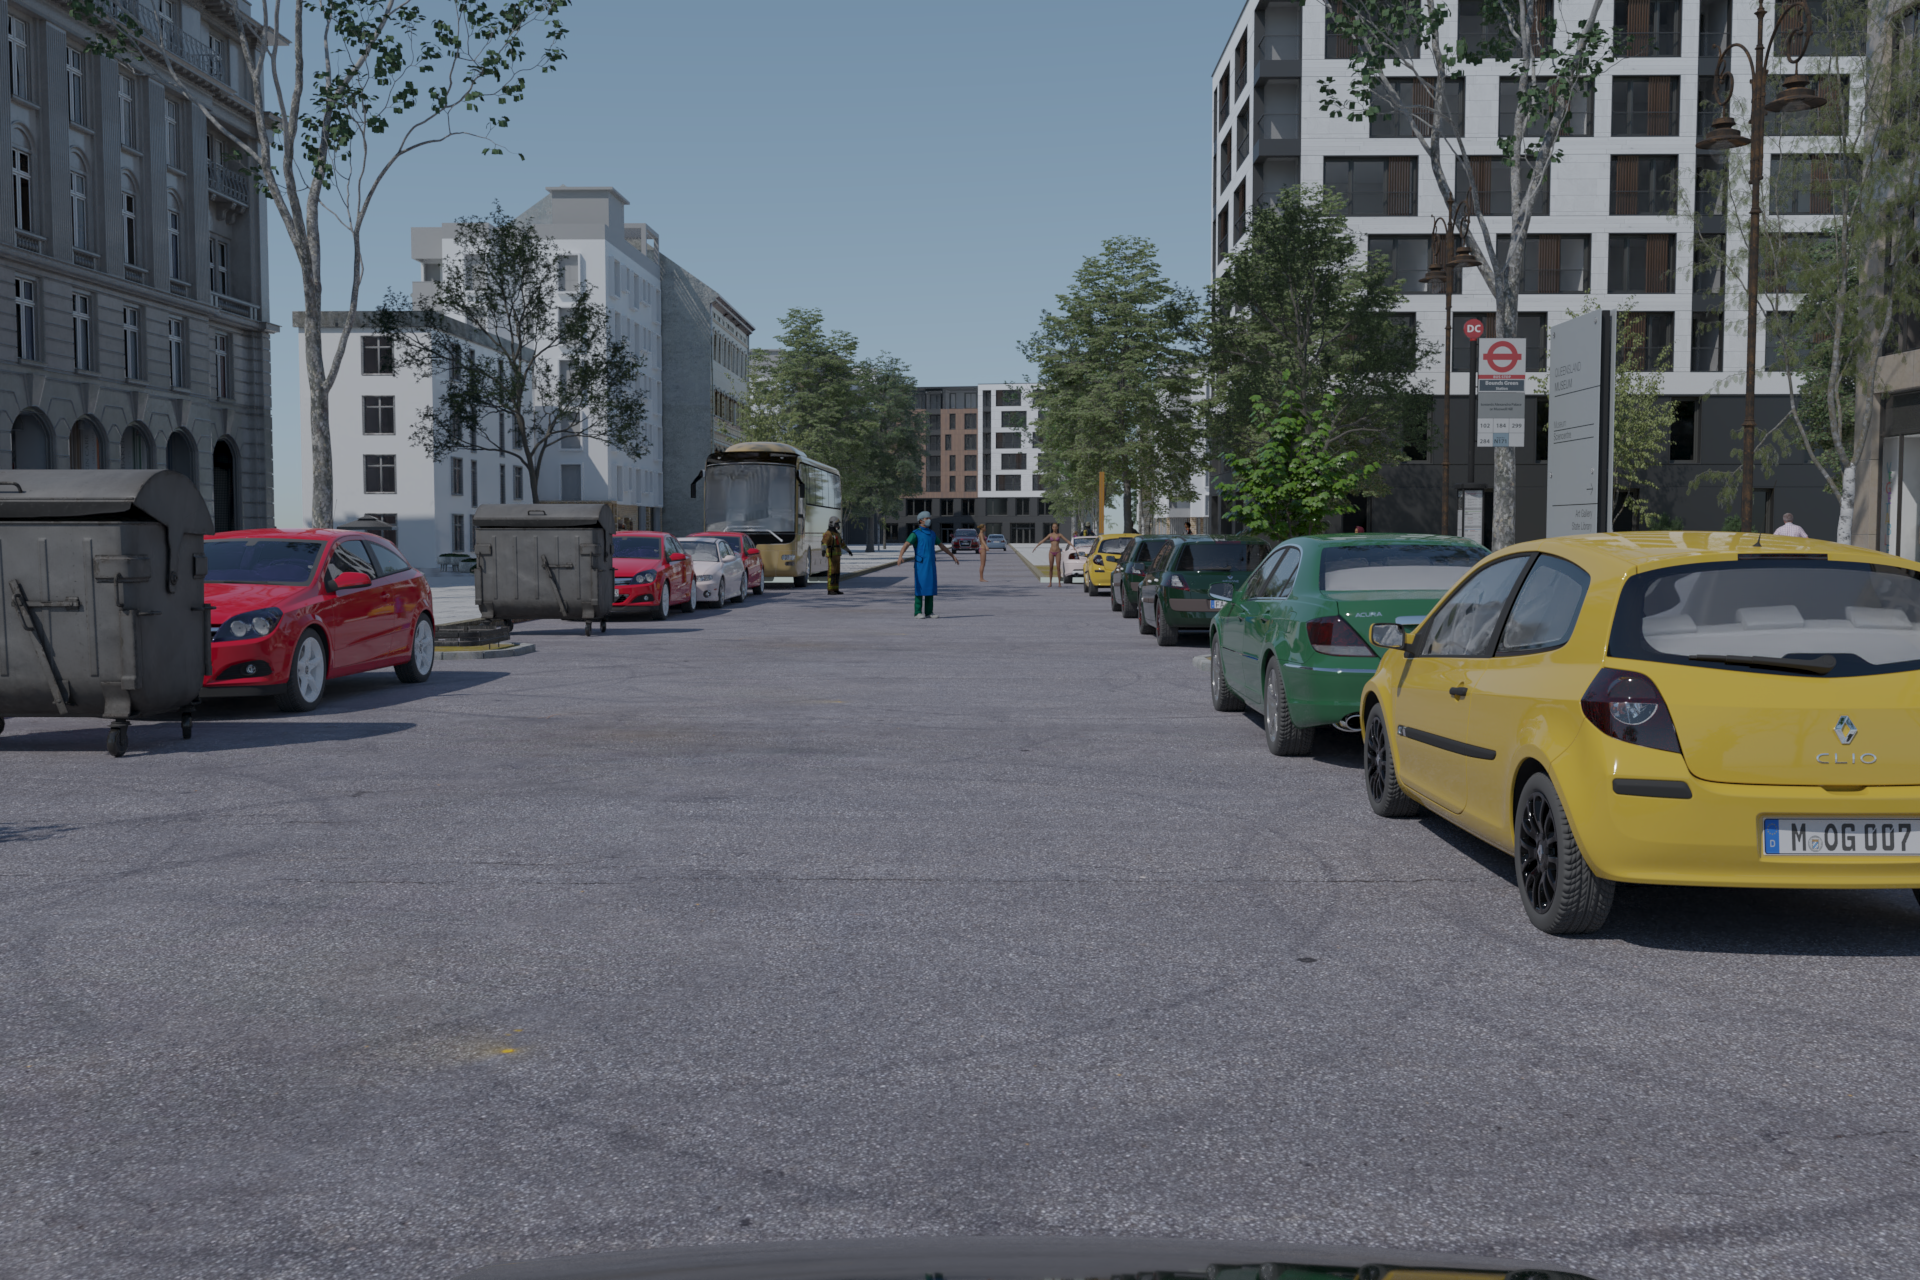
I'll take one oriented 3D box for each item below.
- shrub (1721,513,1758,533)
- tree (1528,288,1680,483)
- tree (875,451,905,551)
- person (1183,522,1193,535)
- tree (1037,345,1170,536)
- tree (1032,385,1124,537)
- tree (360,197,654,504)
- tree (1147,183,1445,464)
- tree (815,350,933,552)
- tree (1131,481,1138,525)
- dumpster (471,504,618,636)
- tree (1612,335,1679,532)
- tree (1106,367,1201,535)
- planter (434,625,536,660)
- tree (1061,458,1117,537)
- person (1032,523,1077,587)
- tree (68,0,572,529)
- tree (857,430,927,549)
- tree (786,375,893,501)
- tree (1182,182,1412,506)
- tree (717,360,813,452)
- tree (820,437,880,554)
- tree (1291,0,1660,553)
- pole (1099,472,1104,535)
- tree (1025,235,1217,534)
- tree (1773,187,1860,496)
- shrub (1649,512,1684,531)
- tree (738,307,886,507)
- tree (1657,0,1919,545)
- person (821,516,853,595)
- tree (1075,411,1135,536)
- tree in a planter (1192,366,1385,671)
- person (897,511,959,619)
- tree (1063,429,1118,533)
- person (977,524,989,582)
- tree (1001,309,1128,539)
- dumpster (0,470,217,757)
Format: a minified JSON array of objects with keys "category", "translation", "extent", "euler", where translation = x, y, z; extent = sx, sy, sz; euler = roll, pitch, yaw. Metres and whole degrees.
[{"category":"shrub","translation":[27.585,-3.504,61.711],"extent":[1.690,2.028,1.600],"euler":[0,3,0]},{"category":"tree","translation":[19.486,-6.265,52.790],"extent":[4.737,8.622,4.395],"euler":[0,3,0]},{"category":"tree","translation":[-5.960,-11.106,131.952],"extent":[4.737,8.622,4.395],"euler":[0,3,0]},{"category":"person","translation":[10.189,-4.387,77.867],"extent":[0.704,1.843,1.345],"euler":[-1,4,-23]},{"category":"tree","translation":[7.713,-10.233,93.067],"extent":[9.928,11.665,9.643],"euler":[0,3,0]},{"category":"tree","translation":[8.814,-12.646,124.886],"extent":[7.486,12.596,7.792],"euler":[0,3,0]},{"category":"tree","translation":[-11.928,-6.965,48.287],"extent":[7.601,10.594,8.767],"euler":[2,4,30]},{"category":"tree","translation":[9.466,-6.822,45.955],"extent":[8.767,10.594,7.601],"euler":[-3,4,-38]},{"category":"tree","translation":[-6.341,-13.134,121.396],"extent":[9.857,13.997,8.962],"euler":[0,3,0]},{"category":"tree","translation":[27.037,-20.085,246.515],"extent":[7.486,12.596,7.792],"euler":[0,3,0]},{"category":"dumpster","translation":[-5.902,-1.007,24.680],"extent":[1.865,1.857,1.264],"euler":[0,4,1]},{"category":"tree","translation":[22.808,-6.730,60.398],"extent":[4.737,8.622,4.395],"euler":[0,3,0]},{"category":"tree","translation":[7.715,-7.603,74.675],"extent":[4.360,8.622,3.978],"euler":[0,3,0]},{"category":"planter","translation":[-6.188,0.028,20.687],"extent":[1.991,0.319,1.994],"euler":[0,4,1]},{"category":"tree","translation":[8.022,-10.170,116.640],"extent":[4.360,8.622,3.978],"euler":[0,3,0]},{"category":"person","translation":[2.564,-2.300,46.863],"extent":[1.217,1.733,0.721],"euler":[1,4,10]},{"category":"tree","translation":[-12.894,-10.729,31.314],"extent":[12.611,20.169,13.585],"euler":[0,3,0]},{"category":"tree","translation":[-6.540,-12.907,145.435],"extent":[8.767,10.594,7.601],"euler":[2,4,28]},{"category":"tree","translation":[-7.302,-10.052,98.766],"extent":[7.601,10.594,8.767],"euler":[-1,4,-23]},{"category":"tree","translation":[10.974,-8.484,56.840],"extent":[7.486,12.596,7.792],"euler":[0,3,0]},{"category":"tree","translation":[-8.169,-7.487,72.770],"extent":[4.737,8.622,4.395],"euler":[0,3,0]},{"category":"tree","translation":[-7.644,-9.742,109.642],"extent":[4.360,8.622,3.978],"euler":[0,3,0]},{"category":"tree","translation":[8.832,-10.763,31.857],"extent":[12.611,20.169,13.585],"euler":[0,3,0]},{"category":"pole","translation":[4.652,-3.856,56.894],"extent":[0.158,3.312,0.155],"euler":[0,3,0]},{"category":"tree","translation":[6.047,-9.083,66.628],"extent":[7.486,12.596,7.792],"euler":[0,3,0]},{"category":"tree","translation":[29.642,-8.900,52.165],"extent":[9.857,13.997,8.962],"euler":[0,3,0]},{"category":"shrub","translation":[23.084,-3.195,56.665],"extent":[1.690,2.028,1.600],"euler":[0,3,0]},{"category":"tree","translation":[-7.527,-10.342,87.221],"extent":[7.486,12.596,7.792],"euler":[0,3,0]},{"category":"tree","translation":[9.682,-4.183,18.762],"extent":[4.360,8.622,3.978],"euler":[0,3,0]},{"category":"person","translation":[-2.946,-1.992,40.793],"extent":[0.705,1.858,1.354],"euler":[2,4,26]},{"category":"tree","translation":[7.645,-9.152,100.006],"extent":[4.360,8.622,3.978],"euler":[0,3,0]},{"category":"tree in a planter","translation":[3.539,-1.303,18.520],"extent":[1.991,3.239,1.994],"euler":[0,4,1]},{"category":"person","translation":[-0.579,-1.272,29.373],"extent":[1.347,1.817,0.704],"euler":[-3,5,-42]},{"category":"tree","translation":[8.687,-9.840,111.245],"extent":[4.360,8.622,3.978],"euler":[0,3,0]},{"category":"person","translation":[0.762,-2.624,52.166],"extent":[0.721,1.733,1.217],"euler":[0,4,-4]},{"category":"tree","translation":[9.228,-17.683,145.009],"extent":[12.611,20.169,13.585],"euler":[0,3,0]},{"category":"dumpster","translation":[-6.115,-0.205,11.575],"extent":[1.865,1.857,1.264],"euler":[0,4,1]}]
